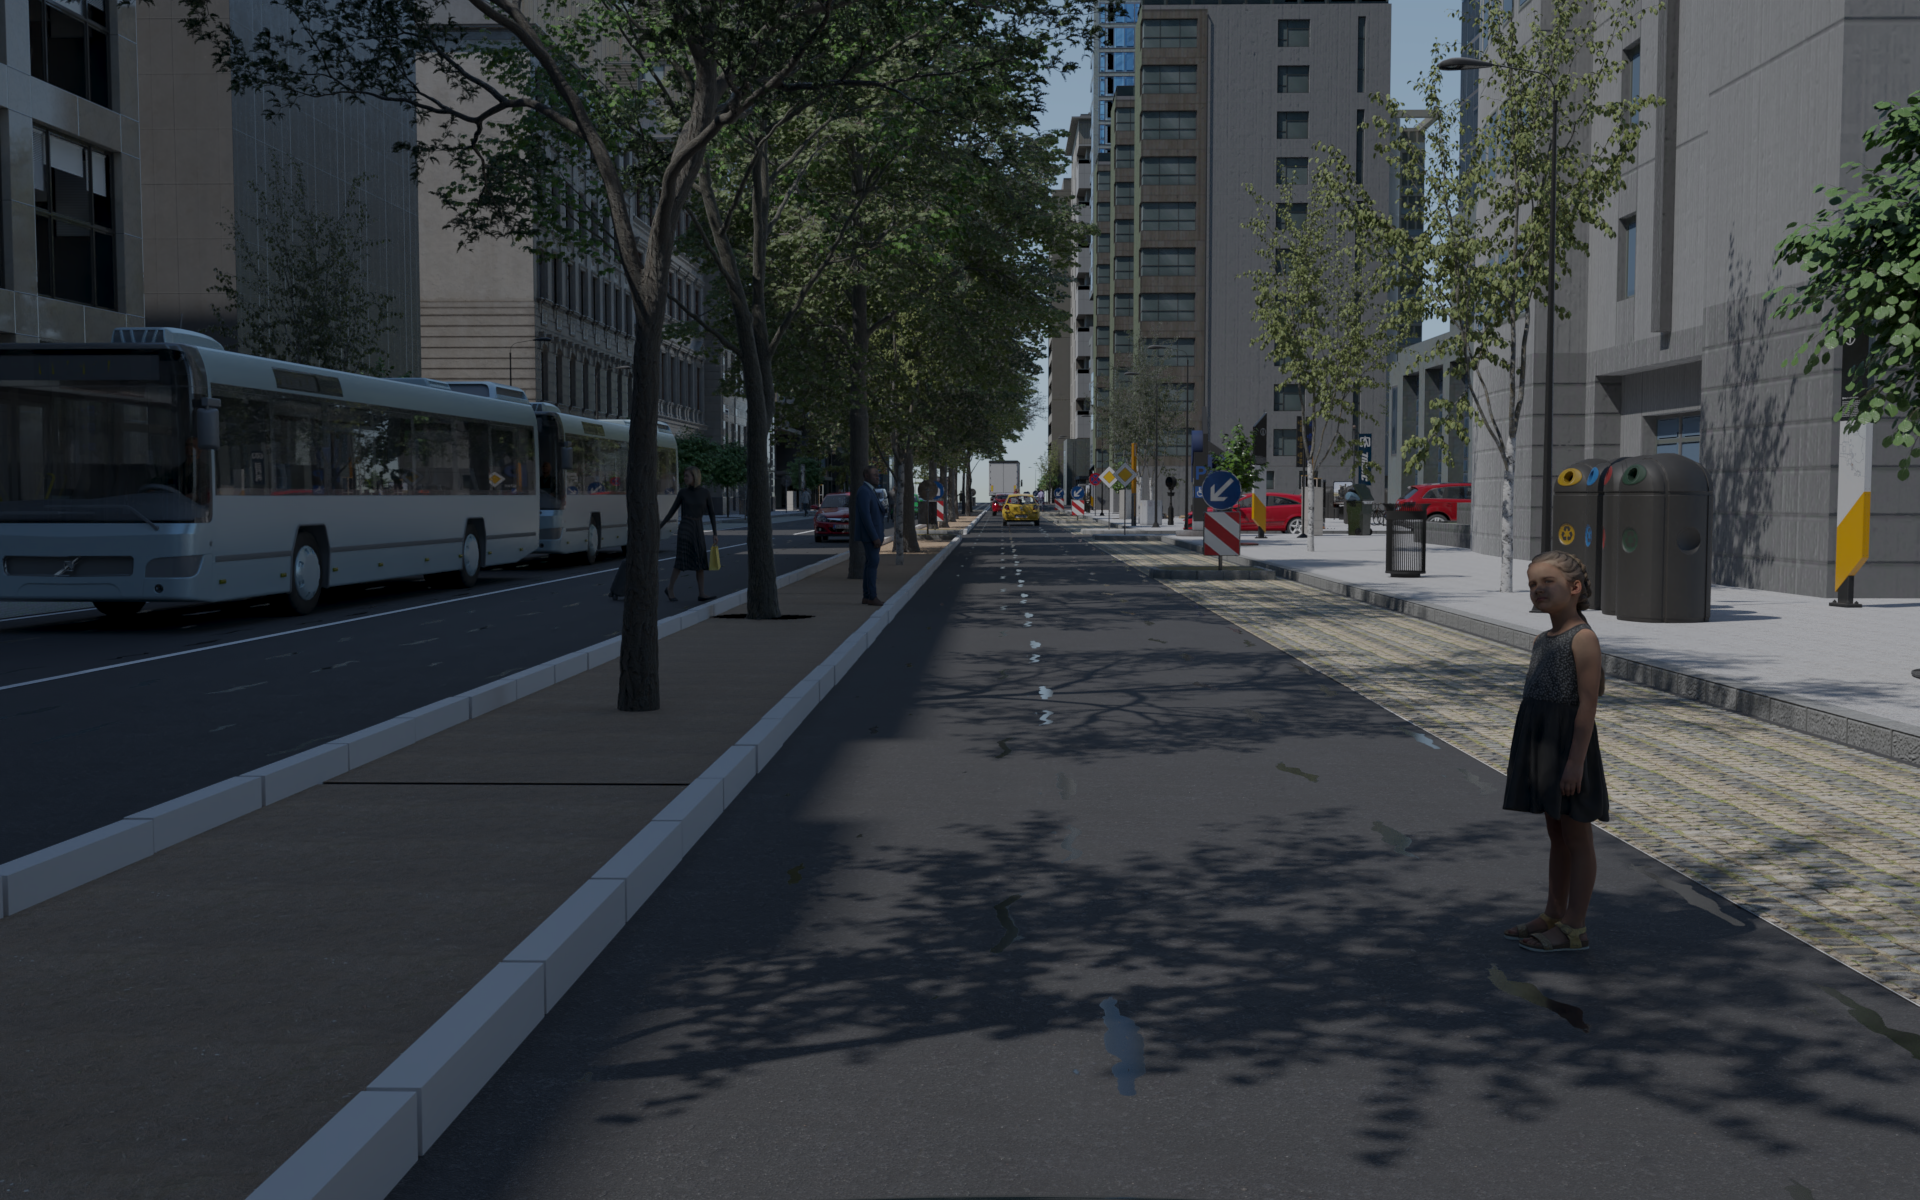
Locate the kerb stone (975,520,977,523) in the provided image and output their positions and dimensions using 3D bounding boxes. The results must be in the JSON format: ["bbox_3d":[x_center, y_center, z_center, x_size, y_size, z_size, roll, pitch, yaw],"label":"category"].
[{"bbox_3d":[0.582,-3.448,78.576,0.120,0.150,1.000,0,4,1],"label":"kerb stone"}]

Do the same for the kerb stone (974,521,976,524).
[{"bbox_3d":[0.508,-3.261,75.506,0.120,0.150,1.000,0,4,1],"label":"kerb stone"}]

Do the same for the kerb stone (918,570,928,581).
[{"bbox_3d":[-0.638,-0.341,27.835,0.120,0.150,1.000,0,4,1],"label":"kerb stone"}]

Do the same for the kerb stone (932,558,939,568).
[{"bbox_3d":[-0.518,-0.659,32.965,0.120,0.150,1.000,0,4,1],"label":"kerb stone"}]

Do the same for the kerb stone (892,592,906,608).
[{"bbox_3d":[-0.793,0.032,21.684,0.120,0.150,1.000,0,4,1],"label":"kerb stone"}]

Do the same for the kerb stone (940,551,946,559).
[{"bbox_3d":[-0.427,-0.907,37.069,0.120,0.150,1.000,0,4,1],"label":"kerb stone"}]

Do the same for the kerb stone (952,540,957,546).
[{"bbox_3d":[-0.222,-1.411,45.267,0.120,0.150,1.000,0,4,1],"label":"kerb stone"}]

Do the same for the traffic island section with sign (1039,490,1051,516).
[{"bbox_3d":[6.250,-6.289,111.445,1.989,1.847,2.006,0,4,1],"label":"traffic island section with sign"}]

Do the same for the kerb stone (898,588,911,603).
[{"bbox_3d":[-0.769,-0.026,22.706,0.120,0.150,1.000,0,4,1],"label":"kerb stone"}]

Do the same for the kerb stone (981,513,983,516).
[{"bbox_3d":[1.154,-4.890,102.148,0.120,0.150,1.000,0,4,1],"label":"kerb stone"}]

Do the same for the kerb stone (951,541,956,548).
[{"bbox_3d":[-0.246,-1.349,44.245,0.120,0.150,1.000,0,4,1],"label":"kerb stone"}]

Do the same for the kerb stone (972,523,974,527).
[{"bbox_3d":[0.387,-2.946,70.380,0.120,0.150,1.000,0,4,1],"label":"kerb stone"}]

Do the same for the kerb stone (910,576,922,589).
[{"bbox_3d":[-0.692,-0.219,25.783,0.120,0.150,1.000,0,4,1],"label":"kerb stone"}]

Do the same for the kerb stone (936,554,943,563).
[{"bbox_3d":[-0.463,-0.784,35.021,0.120,0.150,1.000,0,4,1],"label":"kerb stone"}]

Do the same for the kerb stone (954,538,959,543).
[{"bbox_3d":[-0.173,-1.536,47.318,0.120,0.150,1.000,0,4,1],"label":"kerb stone"}]

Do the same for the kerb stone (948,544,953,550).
[{"bbox_3d":[-0.296,-1.220,42.187,0.120,0.150,1.000,0,4,1],"label":"kerb stone"}]

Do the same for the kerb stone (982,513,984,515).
[{"bbox_3d":[1.207,-5.015,104.194,0.120,0.150,1.000,0,4,1],"label":"kerb stone"}]

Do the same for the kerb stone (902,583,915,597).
[{"bbox_3d":[-0.739,-0.093,23.730,0.120,0.150,1.000,0,4,1],"label":"kerb stone"}]

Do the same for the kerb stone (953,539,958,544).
[{"bbox_3d":[-0.199,-1.474,46.296,0.120,0.150,1.000,0,4,1],"label":"kerb stone"}]

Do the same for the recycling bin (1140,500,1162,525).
[{"bbox_3d":[7.877,-3.600,71.414,0.722,1.027,0.722,-1,4,-17],"label":"recycling bin"}]

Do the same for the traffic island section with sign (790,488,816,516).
[{"bbox_3d":[-9.957,-6.347,112.403,1.989,1.847,2.006,0,4,1],"label":"traffic island section with sign"}]

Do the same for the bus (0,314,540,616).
[{"bbox_3d":[-8.783,-1.733,23.197,2.948,3.499,13.247,0,4,2],"label":"bus"}]

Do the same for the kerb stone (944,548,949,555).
[{"bbox_3d":[-0.375,-1.032,39.113,0.120,0.150,1.000,0,4,1],"label":"kerb stone"}]

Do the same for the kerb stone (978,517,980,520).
[{"bbox_3d":[0.806,-4.010,87.806,0.120,0.150,1.000,0,4,1],"label":"kerb stone"}]

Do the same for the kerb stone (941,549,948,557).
[{"bbox_3d":[-0.388,-0.967,38.091,0.120,0.150,1.000,0,4,1],"label":"kerb stone"}]

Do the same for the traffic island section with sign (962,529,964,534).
[{"bbox_3d":[-0.868,-3.305,62.167,2.006,1.907,1.989,0,4,1],"label":"traffic island section with sign"}]

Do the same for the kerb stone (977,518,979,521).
[{"bbox_3d":[0.727,-3.822,84.714,0.120,0.150,1.000,0,4,1],"label":"kerb stone"}]

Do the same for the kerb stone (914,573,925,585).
[{"bbox_3d":[-0.670,-0.282,26.813,0.120,0.150,1.000,0,4,1],"label":"kerb stone"}]

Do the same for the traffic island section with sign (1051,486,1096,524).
[{"bbox_3d":[5.607,-4.640,84.498,1.989,1.847,2.006,0,4,1],"label":"traffic island section with sign"}]

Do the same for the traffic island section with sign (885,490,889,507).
[{"bbox_3d":[-8.080,-11.077,189.737,1.989,1.847,2.006,0,4,1],"label":"traffic island section with sign"}]

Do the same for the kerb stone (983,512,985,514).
[{"bbox_3d":[1.328,-5.326,109.316,0.120,0.150,1.000,0,4,1],"label":"kerb stone"}]

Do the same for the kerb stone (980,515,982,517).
[{"bbox_3d":[1.005,-4.513,96.011,0.120,0.150,1.000,0,4,1],"label":"kerb stone"}]

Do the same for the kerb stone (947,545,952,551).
[{"bbox_3d":[-0.317,-1.160,41.165,0.120,0.150,1.000,0,4,1],"label":"kerb stone"}]

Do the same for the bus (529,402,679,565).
[{"bbox_3d":[-8.588,-2.623,37.743,2.948,3.499,13.247,0,4,1],"label":"bus"}]

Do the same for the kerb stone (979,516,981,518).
[{"bbox_3d":[0.887,-4.199,90.881,0.120,0.150,1.000,0,4,1],"label":"kerb stone"}]

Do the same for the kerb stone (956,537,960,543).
[{"bbox_3d":[-0.143,-1.599,48.340,0.120,0.150,1.000,0,4,1],"label":"kerb stone"}]

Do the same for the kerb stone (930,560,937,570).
[{"bbox_3d":[-0.550,-0.593,31.935,0.120,0.150,1.000,0,4,1],"label":"kerb stone"}]

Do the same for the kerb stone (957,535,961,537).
[{"bbox_3d":[-0.100,-1.724,50.385,0.120,0.150,1.000,0,4,1],"label":"kerb stone"}]

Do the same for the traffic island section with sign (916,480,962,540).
[{"bbox_3d":[-1.056,-2.852,54.762,2.006,1.907,1.989,0,4,1],"label":"traffic island section with sign"}]

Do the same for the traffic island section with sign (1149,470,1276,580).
[{"bbox_3d":[4.275,-1.288,29.682,1.989,1.847,2.006,0,4,1],"label":"traffic island section with sign"}]

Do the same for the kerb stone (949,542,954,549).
[{"bbox_3d":[-0.277,-1.284,43.219,0.120,0.150,1.000,0,4,1],"label":"kerb stone"}]

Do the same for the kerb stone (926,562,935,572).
[{"bbox_3d":[-0.565,-0.533,30.913,0.120,0.150,1.000,0,4,1],"label":"kerb stone"}]

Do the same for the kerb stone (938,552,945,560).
[{"bbox_3d":[-0.446,-0.847,36.047,0.120,0.150,1.000,0,4,1],"label":"kerb stone"}]

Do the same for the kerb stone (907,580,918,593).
[{"bbox_3d":[-0.714,-0.154,24.757,0.120,0.150,1.000,0,4,1],"label":"kerb stone"}]

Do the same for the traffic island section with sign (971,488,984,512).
[{"bbox_3d":[0.938,-7.899,137.283,2.006,1.907,1.989,0,4,1],"label":"traffic island section with sign"}]

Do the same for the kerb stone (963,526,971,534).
[{"bbox_3d":[0.255,-2.627,65.253,0.120,0.150,1.000,0,4,1],"label":"kerb stone"}]

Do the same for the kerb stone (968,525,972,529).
[{"bbox_3d":[0.284,-2.696,66.274,0.120,0.150,1.000,0,4,1],"label":"kerb stone"}]

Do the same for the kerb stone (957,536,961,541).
[{"bbox_3d":[-0.128,-1.662,49.362,0.120,0.150,1.000,0,4,1],"label":"kerb stone"}]

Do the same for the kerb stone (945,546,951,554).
[{"bbox_3d":[-0.350,-1.097,40.135,0.120,0.150,1.000,0,4,1],"label":"kerb stone"}]

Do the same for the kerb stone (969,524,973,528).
[{"bbox_3d":[0.335,-2.818,68.321,0.120,0.150,1.000,0,4,1],"label":"kerb stone"}]

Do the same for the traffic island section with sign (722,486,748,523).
[{"bbox_3d":[-10.603,-4.699,85.456,1.989,1.847,2.006,0,4,1],"label":"traffic island section with sign"}]

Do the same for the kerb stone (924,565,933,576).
[{"bbox_3d":[-0.589,-0.470,29.885,0.120,0.150,1.000,0,4,1],"label":"kerb stone"}]

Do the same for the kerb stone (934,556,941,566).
[{"bbox_3d":[-0.492,-0.720,33.995,0.120,0.150,1.000,0,4,1],"label":"kerb stone"}]

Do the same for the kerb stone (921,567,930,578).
[{"bbox_3d":[-0.616,-0.404,28.857,0.120,0.150,1.000,0,4,1],"label":"kerb stone"}]
